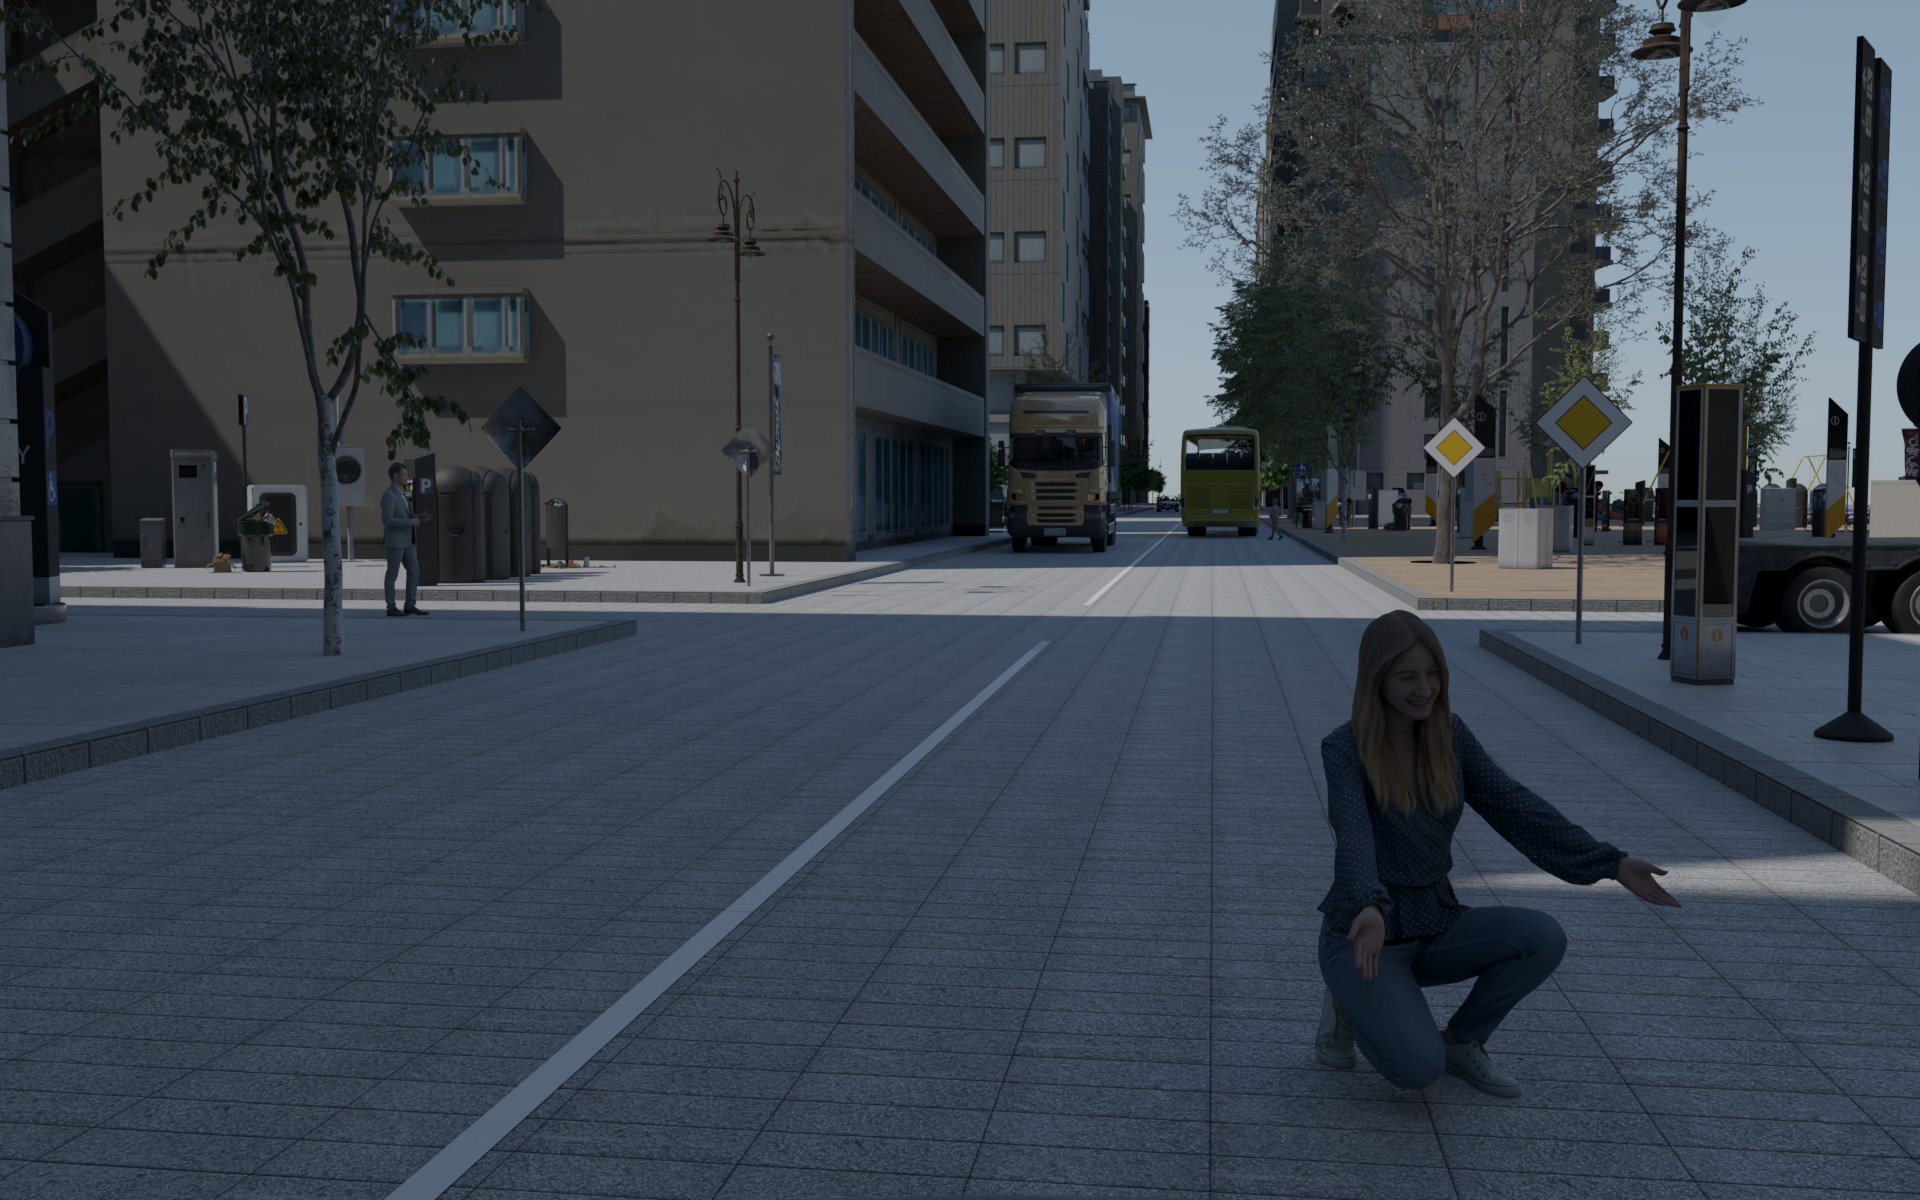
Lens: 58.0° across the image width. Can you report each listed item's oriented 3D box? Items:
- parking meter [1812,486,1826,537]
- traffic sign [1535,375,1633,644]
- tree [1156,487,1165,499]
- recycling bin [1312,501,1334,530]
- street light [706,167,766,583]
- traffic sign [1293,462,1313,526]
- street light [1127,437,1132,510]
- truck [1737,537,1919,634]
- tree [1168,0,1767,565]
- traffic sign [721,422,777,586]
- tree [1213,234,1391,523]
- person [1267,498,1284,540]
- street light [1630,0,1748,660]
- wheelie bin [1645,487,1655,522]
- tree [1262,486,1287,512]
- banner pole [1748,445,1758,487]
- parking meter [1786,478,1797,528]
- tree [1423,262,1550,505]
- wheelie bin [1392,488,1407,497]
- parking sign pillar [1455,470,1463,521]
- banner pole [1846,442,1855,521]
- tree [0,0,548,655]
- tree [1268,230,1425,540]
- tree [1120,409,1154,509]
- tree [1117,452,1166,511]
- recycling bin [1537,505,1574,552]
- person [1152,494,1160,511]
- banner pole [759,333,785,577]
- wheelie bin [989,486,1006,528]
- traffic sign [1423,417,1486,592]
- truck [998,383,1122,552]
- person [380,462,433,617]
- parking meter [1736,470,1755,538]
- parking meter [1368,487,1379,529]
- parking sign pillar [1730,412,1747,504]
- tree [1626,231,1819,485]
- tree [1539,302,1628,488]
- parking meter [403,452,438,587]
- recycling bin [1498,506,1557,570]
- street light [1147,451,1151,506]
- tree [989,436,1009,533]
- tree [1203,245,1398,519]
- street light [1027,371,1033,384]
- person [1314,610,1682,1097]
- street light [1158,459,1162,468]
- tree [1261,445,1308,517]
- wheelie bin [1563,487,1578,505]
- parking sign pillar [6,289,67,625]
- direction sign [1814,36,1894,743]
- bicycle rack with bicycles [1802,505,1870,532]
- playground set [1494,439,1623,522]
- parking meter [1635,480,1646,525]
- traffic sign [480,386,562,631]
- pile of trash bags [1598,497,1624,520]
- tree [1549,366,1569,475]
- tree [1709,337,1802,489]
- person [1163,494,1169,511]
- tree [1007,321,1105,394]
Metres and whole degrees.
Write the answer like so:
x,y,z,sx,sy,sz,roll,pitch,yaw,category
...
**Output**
x,y,z,sx,sy,sz,roll,pitch,yaw,category
25.656,-2.648,51.703,0.372,1.533,0.369,0,3,0,parking meter
5.296,-0.681,14.778,0.795,2.450,0.064,1,4,8,traffic sign
28.477,-15.514,248.261,1.663,3.219,1.824,0,3,0,tree
13.077,-3.051,62.430,0.722,1.027,0.722,0,4,7,recycling bin
-3.192,-3.189,24.922,0.468,5.910,1.993,1,4,8,street light
13.575,-4.189,68.592,0.768,2.556,0.104,1,4,15,traffic sign
13.750,-10.279,140.847,0.468,5.910,1.993,1,4,8,street light
16.830,-1.631,16.419,18.799,4.110,2.967,0,4,8,truck
9.074,-7.413,31.574,12.009,13.543,11.850,0,3,0,tree
-2.939,-1.249,24.069,0.795,2.450,0.064,1,4,8,traffic sign
14.961,-9.676,76.335,7.486,12.596,7.792,0,3,0,tree
9.750,-2.500,53.647,0.640,1.303,0.475,3,5,39,person
5.511,-2.476,13.268,0.468,5.910,1.993,1,4,8,street light
31.701,-4.422,80.206,0.980,1.594,0.693,0,4,-1,wheelie bin
22.747,-7.940,124.413,1.663,3.219,1.824,0,3,0,tree
35.384,-5.363,77.698,0.401,3.779,0.863,-2,4,-33,banner pole
30.172,-3.498,62.897,0.255,1.863,0.399,0,4,3,parking meter
15.466,-6.368,54.472,4.360,8.622,3.978,0,3,0,tree
21.563,-4.730,85.248,0.693,1.594,0.980,-3,5,-45,wheelie bin
24.308,-5.875,84.531,1.447,3.967,1.447,0,4,-4,parking sign pillar
42.771,-5.682,82.923,0.863,3.779,0.401,1,4,23,banner pole
-5.071,-3.852,13.344,4.360,8.622,3.978,0,3,0,tree
10.751,-5.988,48.265,4.360,8.622,3.978,0,3,0,tree
14.870,-12.221,150.172,4.360,8.622,3.978,0,3,0,tree
12.674,-9.188,133.936,4.285,4.588,4.351,0,3,0,tree
13.218,-1.586,38.484,0.722,1.027,0.722,2,4,24,recycling bin
16.703,-8.229,146.265,0.991,1.433,0.599,-1,4,-15,person
-2.911,-2.277,27.251,0.401,3.779,0.863,1,4,9,banner pole
1.262,-3.562,66.143,0.980,1.594,0.693,-1,4,-21,wheelie bin
6.453,-1.164,22.679,0.795,2.450,0.064,1,4,8,traffic sign
2.884,-3.503,46.196,2.839,4.237,11.283,0,4,7,truck
-6.489,-0.709,20.292,0.583,1.804,0.606,0,4,-2,person
18.751,-2.181,41.368,0.399,1.863,0.255,-2,4,-28,parking meter
15.268,-3.396,63.941,0.372,1.533,0.369,0,3,0,parking meter
23.513,-3.976,53.473,1.447,3.967,1.447,1,4,11,parking sign pillar
21.338,-5.992,48.329,4.737,8.622,4.395,0,3,0,tree
24.324,-7.155,67.351,4.737,8.622,4.395,0,3,0,tree
-7.521,-1.126,24.129,0.255,1.863,0.399,3,4,37,parking meter
9.751,-1.058,29.846,0.722,1.027,0.722,3,4,38,recycling bin
19.929,-12.862,183.075,0.468,5.910,1.993,1,4,8,street light
1.047,-3.864,57.781,1.663,3.219,1.824,0,3,0,tree
17.405,-11.179,89.435,9.857,13.997,8.962,0,3,0,tree
2.625,-5.669,65.470,0.468,5.910,1.993,1,4,8,street light
1.228,0.602,4.163,1.012,1.151,0.738,-1,4,-16,person
25.900,-15.377,224.207,0.468,5.910,1.993,1,4,8,street light
18.136,-6.998,98.129,4.285,4.588,4.351,0,3,0,tree
27.231,-4.225,76.981,0.693,1.594,0.980,-3,4,-38,wheelie bin
-9.692,-1.751,17.097,1.447,3.967,1.447,-1,4,-14,parking sign pillar
4.701,-1.040,9.006,0.379,3.537,0.876,3,4,36,direction sign
30.363,-2.752,58.378,2.852,0.926,2.925,-1,4,-13,bicycle rack with bicycles
28.167,-5.800,81.602,5.637,4.214,5.302,1,4,12,playground set
28.414,-4.080,72.415,0.399,1.863,0.255,3,5,41,parking meter
-4.095,-0.766,16.168,0.795,2.450,0.064,1,4,8,traffic sign
32.017,-4.738,87.222,3.447,1.369,1.912,1,4,18,pile of trash bags
31.359,-8.729,93.073,4.360,8.622,3.978,0,3,0,tree
37.378,-8.052,82.017,4.360,8.622,3.978,0,3,0,tree
17.838,-8.429,149.551,0.697,1.427,0.421,0,4,4,person
4.235,-7.594,74.519,4.360,8.622,3.978,0,3,0,tree
